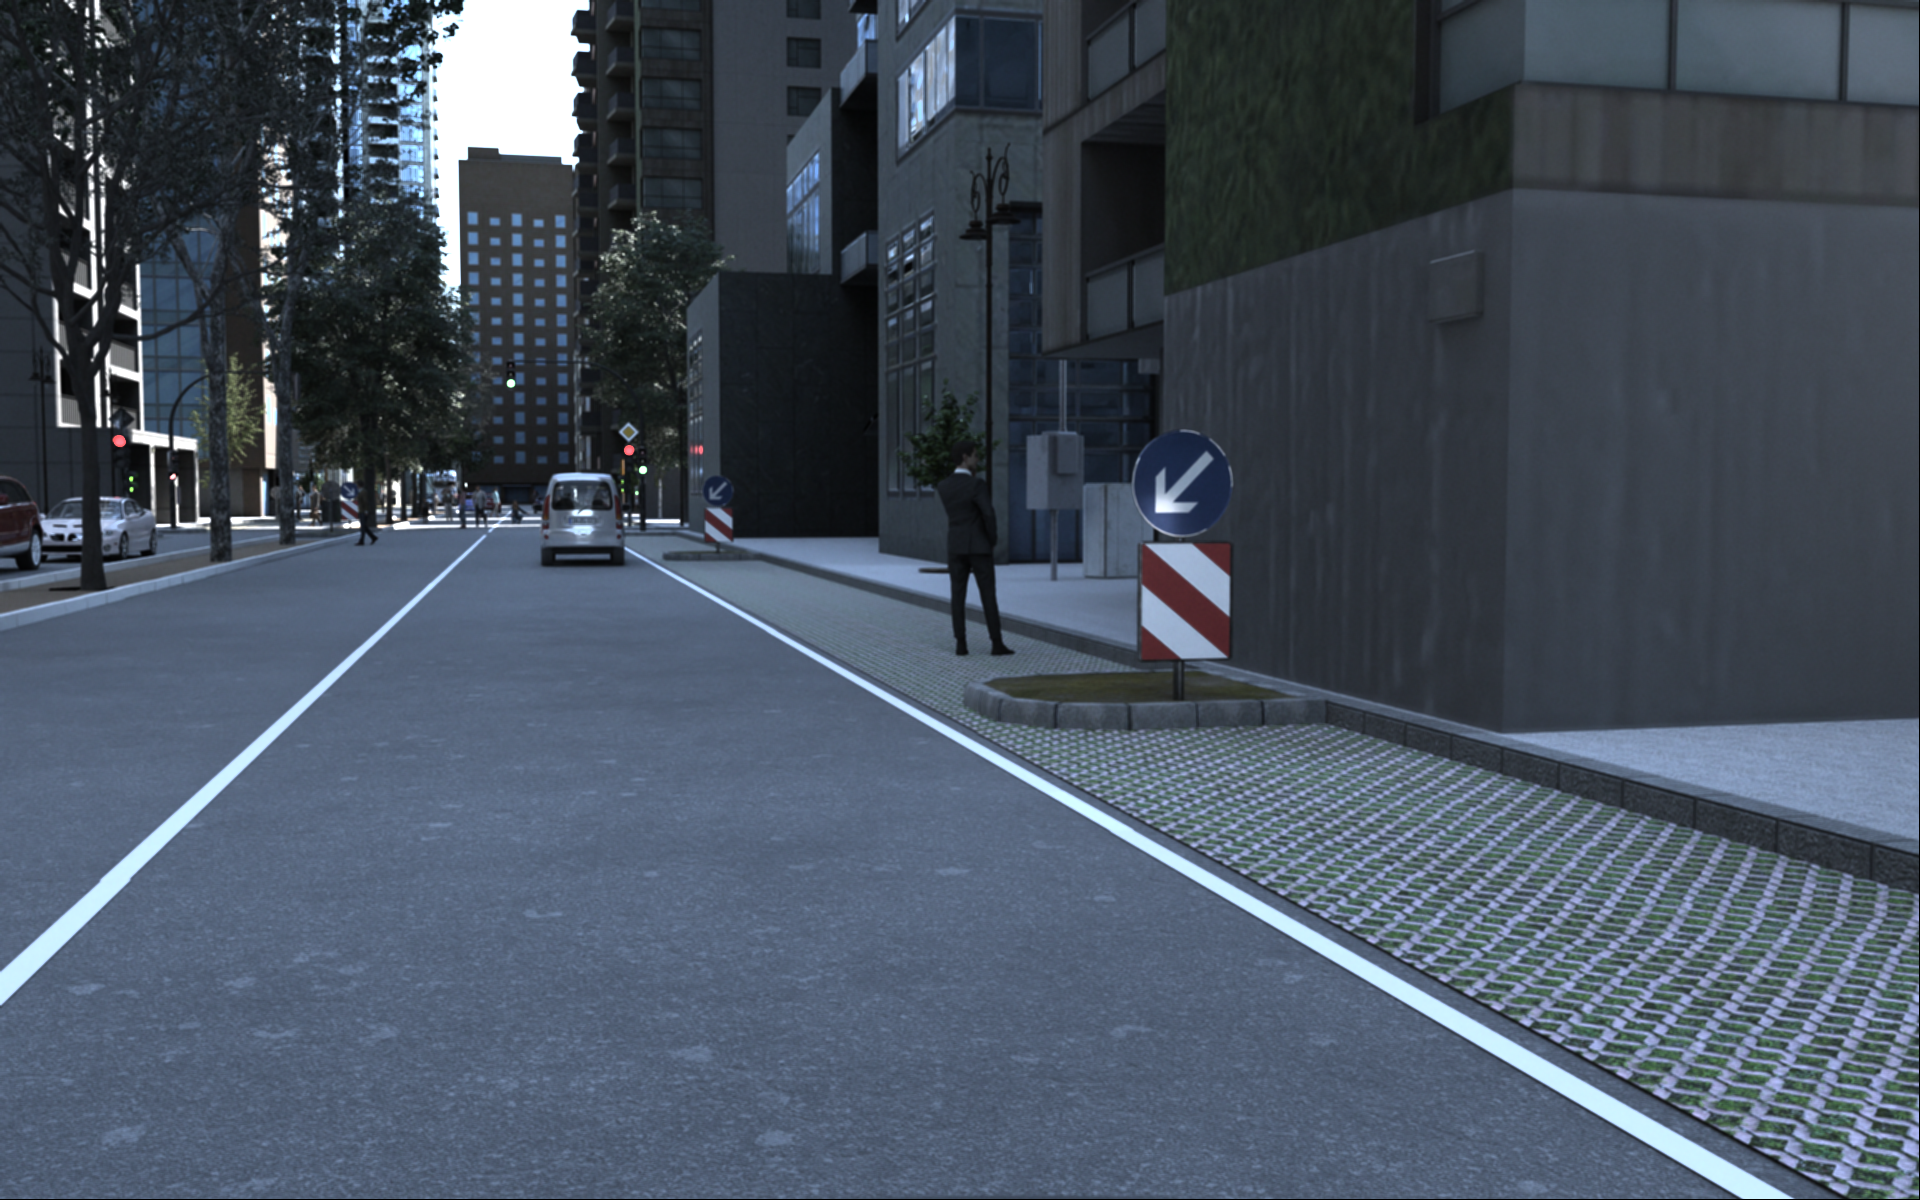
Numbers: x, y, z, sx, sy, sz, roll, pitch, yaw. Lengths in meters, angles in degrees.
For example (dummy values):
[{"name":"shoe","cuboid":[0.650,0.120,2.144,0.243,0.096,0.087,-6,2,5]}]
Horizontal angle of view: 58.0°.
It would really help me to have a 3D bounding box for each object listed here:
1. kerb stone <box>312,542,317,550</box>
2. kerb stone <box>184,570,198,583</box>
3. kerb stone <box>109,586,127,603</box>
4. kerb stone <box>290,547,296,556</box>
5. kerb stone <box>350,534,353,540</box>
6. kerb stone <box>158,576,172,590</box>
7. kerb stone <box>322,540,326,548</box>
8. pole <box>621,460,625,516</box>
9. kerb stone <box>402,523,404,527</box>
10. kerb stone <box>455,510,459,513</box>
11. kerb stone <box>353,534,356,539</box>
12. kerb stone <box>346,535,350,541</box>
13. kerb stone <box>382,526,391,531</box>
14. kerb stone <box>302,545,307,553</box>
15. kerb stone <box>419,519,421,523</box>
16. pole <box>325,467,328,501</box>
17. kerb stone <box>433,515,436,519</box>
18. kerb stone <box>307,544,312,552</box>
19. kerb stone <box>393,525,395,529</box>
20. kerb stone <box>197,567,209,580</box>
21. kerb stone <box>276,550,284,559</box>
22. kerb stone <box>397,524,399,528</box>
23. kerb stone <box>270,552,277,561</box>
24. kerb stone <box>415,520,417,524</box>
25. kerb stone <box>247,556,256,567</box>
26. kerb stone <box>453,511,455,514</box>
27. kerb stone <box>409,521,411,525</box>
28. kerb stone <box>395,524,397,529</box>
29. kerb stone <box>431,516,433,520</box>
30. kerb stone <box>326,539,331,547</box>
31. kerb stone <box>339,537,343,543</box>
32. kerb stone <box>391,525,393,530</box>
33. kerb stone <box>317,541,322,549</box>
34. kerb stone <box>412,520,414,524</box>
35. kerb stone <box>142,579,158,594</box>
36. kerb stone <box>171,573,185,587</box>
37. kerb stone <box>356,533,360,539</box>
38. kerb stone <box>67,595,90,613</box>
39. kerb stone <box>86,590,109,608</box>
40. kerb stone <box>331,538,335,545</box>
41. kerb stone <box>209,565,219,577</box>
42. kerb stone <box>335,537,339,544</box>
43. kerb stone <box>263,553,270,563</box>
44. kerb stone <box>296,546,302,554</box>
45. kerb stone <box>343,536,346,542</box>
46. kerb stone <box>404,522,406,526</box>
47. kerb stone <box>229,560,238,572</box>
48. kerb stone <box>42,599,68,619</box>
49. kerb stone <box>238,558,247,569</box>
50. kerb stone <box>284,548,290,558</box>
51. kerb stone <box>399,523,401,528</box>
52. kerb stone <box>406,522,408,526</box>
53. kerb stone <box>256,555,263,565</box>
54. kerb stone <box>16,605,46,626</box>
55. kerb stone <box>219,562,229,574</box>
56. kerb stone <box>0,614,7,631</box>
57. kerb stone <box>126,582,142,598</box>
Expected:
[{"name":"kerb stone","cuboid":[-16.546,-1.337,44.058,0.120,0.150,1.000,-1,4,-14]},{"name":"kerb stone","cuboid":[-12.581,-0.360,28.121,0.120,0.150,1.000,-1,4,-14]},{"name":"kerb stone","cuboid":[-11.342,-0.055,23.139,0.120,0.150,1.000,-1,4,-14]},{"name":"kerb stone","cuboid":[-15.554,-1.088,40.086,0.120,0.150,1.000,-1,4,-14]},{"name":"kerb stone","cuboid":[-18.768,-1.885,53.016,0.120,0.150,1.000,-1,4,-14]},{"name":"kerb stone","cuboid":[-12.089,-0.232,26.115,0.120,0.150,1.000,-1,4,-14]},{"name":"kerb stone","cuboid":[-17.042,-1.458,46.041,0.120,0.150,1.000,-1,4,-14]},{"name":"pole","cuboid":[-19.926,-6.632,102.281,0.158,3.312,0.155,0,3,0]},{"name":"kerb stone","cuboid":[-24.087,-3.191,74.414,0.120,0.150,1.000,-1,4,-14]},{"name":"kerb stone","cuboid":[-38.684,-6.782,133.188,0.120,0.150,1.000,-1,4,-14]},{"name":"kerb stone","cuboid":[-19.021,-1.946,54.012,0.120,0.150,1.000,-1,4,-14]},{"name":"kerb stone","cuboid":[-18.522,-1.820,52.018,0.120,0.150,1.000,-1,4,-14]},{"name":"kerb stone","cuboid":[-22.360,-2.765,67.450,0.120,0.150,1.000,-1,4,-14]},{"name":"kerb stone","cuboid":[-16.047,-1.216,42.072,0.120,0.150,1.000,-1,4,-14]},{"name":"kerb stone","cuboid":[-26.817,-3.865,85.388,0.120,0.150,1.000,-1,4,-14]},{"name":"pole","cuboid":[-45.938,-8.058,125.598,0.158,3.312,0.155,0,3,0]},{"name":"kerb stone","cuboid":[-30.283,-4.718,99.342,0.120,0.150,1.000,-1,4,-14]},{"name":"kerb stone","cuboid":[-16.294,-1.272,43.067,0.120,0.150,1.000,-1,4,-14]},{"name":"kerb stone","cuboid":[-22.850,-2.887,69.435,0.120,0.150,1.000,-1,4,-14]},{"name":"kerb stone","cuboid":[-12.826,-0.422,29.115,0.120,0.150,1.000,-1,4,-14]},{"name":"kerb stone","cuboid":[-15.063,-0.973,38.102,0.120,0.150,1.000,-1,4,-14]},{"name":"kerb stone","cuboid":[-23.346,-3.011,71.421,0.120,0.150,1.000,-1,4,-14]},{"name":"kerb stone","cuboid":[-14.816,-0.903,37.102,0.120,0.150,1.000,-1,4,-14]},{"name":"kerb stone","cuboid":[-26.072,-3.682,82.401,0.120,0.150,1.000,-1,4,-14]},{"name":"kerb stone","cuboid":[-14.065,-0.728,34.105,0.120,0.150,1.000,-1,4,-14]},{"name":"kerb stone","cuboid":[-36.463,-6.239,124.239,0.120,0.150,1.000,-1,4,-14]},{"name":"kerb stone","cuboid":[-25.080,-3.438,78.407,0.120,0.150,1.000,-1,4,-14]},{"name":"kerb stone","cuboid":[-23.088,-2.950,70.432,0.120,0.150,1.000,-1,4,-14]},{"name":"kerb stone","cuboid":[-29.533,-4.536,96.352,0.120,0.150,1.000,-1,4,-14]},{"name":"kerb stone","cuboid":[-17.282,-1.518,47.042,0.120,0.150,1.000,-1,4,-14]},{"name":"kerb stone","cuboid":[-18.029,-1.703,50.034,0.120,0.150,1.000,-1,4,-14]},{"name":"kerb stone","cuboid":[-22.602,-2.829,68.443,0.120,0.150,1.000,-1,4,-14]},{"name":"kerb stone","cuboid":[-16.796,-1.395,45.049,0.120,0.150,1.000,-1,4,-14]},{"name":"kerb stone","cuboid":[-25.574,-3.560,80.394,0.120,0.150,1.000,-1,4,-14]},{"name":"kerb stone","cuboid":[-11.847,-0.179,25.122,0.120,0.150,1.000,-1,4,-14]},{"name":"kerb stone","cuboid":[-12.335,-0.298,27.111,0.120,0.150,1.000,-1,4,-14]},{"name":"kerb stone","cuboid":[-19.263,-2.006,55.012,0.120,0.150,1.000,-1,4,-14]},{"name":"kerb stone","cuboid":[-10.853,0.069,21.153,0.120,0.150,1.000,-1,4,-14]},{"name":"kerb stone","cuboid":[-11.100,0.003,22.146,0.120,0.150,1.000,-1,4,-14]},{"name":"kerb stone","cuboid":[-17.537,-1.579,48.044,0.120,0.150,1.000,-1,4,-14]},{"name":"kerb stone","cuboid":[-13.084,-0.484,30.105,0.120,0.150,1.000,-1,4,-14]},{"name":"kerb stone","cuboid":[-17.775,-1.642,49.038,0.120,0.150,1.000,-1,4,-14]},{"name":"kerb stone","cuboid":[-14.574,-0.844,36.108,0.120,0.150,1.000,-1,4,-14]},{"name":"kerb stone","cuboid":[-15.804,-1.155,41.079,0.120,0.150,1.000,-1,4,-14]},{"name":"kerb stone","cuboid":[-18.267,-1.763,51.028,0.120,0.150,1.000,-1,4,-14]},{"name":"kerb stone","cuboid":[-24.335,-3.252,75.413,0.120,0.150,1.000,-1,4,-14]},{"name":"kerb stone","cuboid":[-13.574,-0.604,32.110,0.120,0.150,1.000,-1,4,-14]},{"name":"kerb stone","cuboid":[-10.605,0.124,20.161,0.120,0.150,1.000,-1,4,-14]},{"name":"kerb stone","cuboid":[-13.824,-0.667,33.101,0.120,0.150,1.000,-1,4,-14]},{"name":"kerb stone","cuboid":[-15.308,-1.034,39.094,0.120,0.150,1.000,-1,4,-14]},{"name":"kerb stone","cuboid":[-23.586,-3.070,72.415,0.120,0.150,1.000,-1,4,-14]},{"name":"kerb stone","cuboid":[-24.582,-3.316,76.412,0.120,0.150,1.000,-1,4,-14]},{"name":"kerb stone","cuboid":[-14.323,-0.790,35.110,0.120,0.150,1.000,-1,4,-14]},{"name":"kerb stone","cuboid":[-10.354,0.185,19.170,0.120,0.150,1.000,-1,4,-14]},{"name":"kerb stone","cuboid":[-13.327,-0.545,31.103,0.120,0.150,1.000,-1,4,-14]},{"name":"kerb stone","cuboid":[-10.109,0.247,18.175,0.120,0.150,1.000,-1,4,-14]},{"name":"kerb stone","cuboid":[-11.601,-0.118,24.128,0.120,0.150,1.000,-1,4,-14]}]
